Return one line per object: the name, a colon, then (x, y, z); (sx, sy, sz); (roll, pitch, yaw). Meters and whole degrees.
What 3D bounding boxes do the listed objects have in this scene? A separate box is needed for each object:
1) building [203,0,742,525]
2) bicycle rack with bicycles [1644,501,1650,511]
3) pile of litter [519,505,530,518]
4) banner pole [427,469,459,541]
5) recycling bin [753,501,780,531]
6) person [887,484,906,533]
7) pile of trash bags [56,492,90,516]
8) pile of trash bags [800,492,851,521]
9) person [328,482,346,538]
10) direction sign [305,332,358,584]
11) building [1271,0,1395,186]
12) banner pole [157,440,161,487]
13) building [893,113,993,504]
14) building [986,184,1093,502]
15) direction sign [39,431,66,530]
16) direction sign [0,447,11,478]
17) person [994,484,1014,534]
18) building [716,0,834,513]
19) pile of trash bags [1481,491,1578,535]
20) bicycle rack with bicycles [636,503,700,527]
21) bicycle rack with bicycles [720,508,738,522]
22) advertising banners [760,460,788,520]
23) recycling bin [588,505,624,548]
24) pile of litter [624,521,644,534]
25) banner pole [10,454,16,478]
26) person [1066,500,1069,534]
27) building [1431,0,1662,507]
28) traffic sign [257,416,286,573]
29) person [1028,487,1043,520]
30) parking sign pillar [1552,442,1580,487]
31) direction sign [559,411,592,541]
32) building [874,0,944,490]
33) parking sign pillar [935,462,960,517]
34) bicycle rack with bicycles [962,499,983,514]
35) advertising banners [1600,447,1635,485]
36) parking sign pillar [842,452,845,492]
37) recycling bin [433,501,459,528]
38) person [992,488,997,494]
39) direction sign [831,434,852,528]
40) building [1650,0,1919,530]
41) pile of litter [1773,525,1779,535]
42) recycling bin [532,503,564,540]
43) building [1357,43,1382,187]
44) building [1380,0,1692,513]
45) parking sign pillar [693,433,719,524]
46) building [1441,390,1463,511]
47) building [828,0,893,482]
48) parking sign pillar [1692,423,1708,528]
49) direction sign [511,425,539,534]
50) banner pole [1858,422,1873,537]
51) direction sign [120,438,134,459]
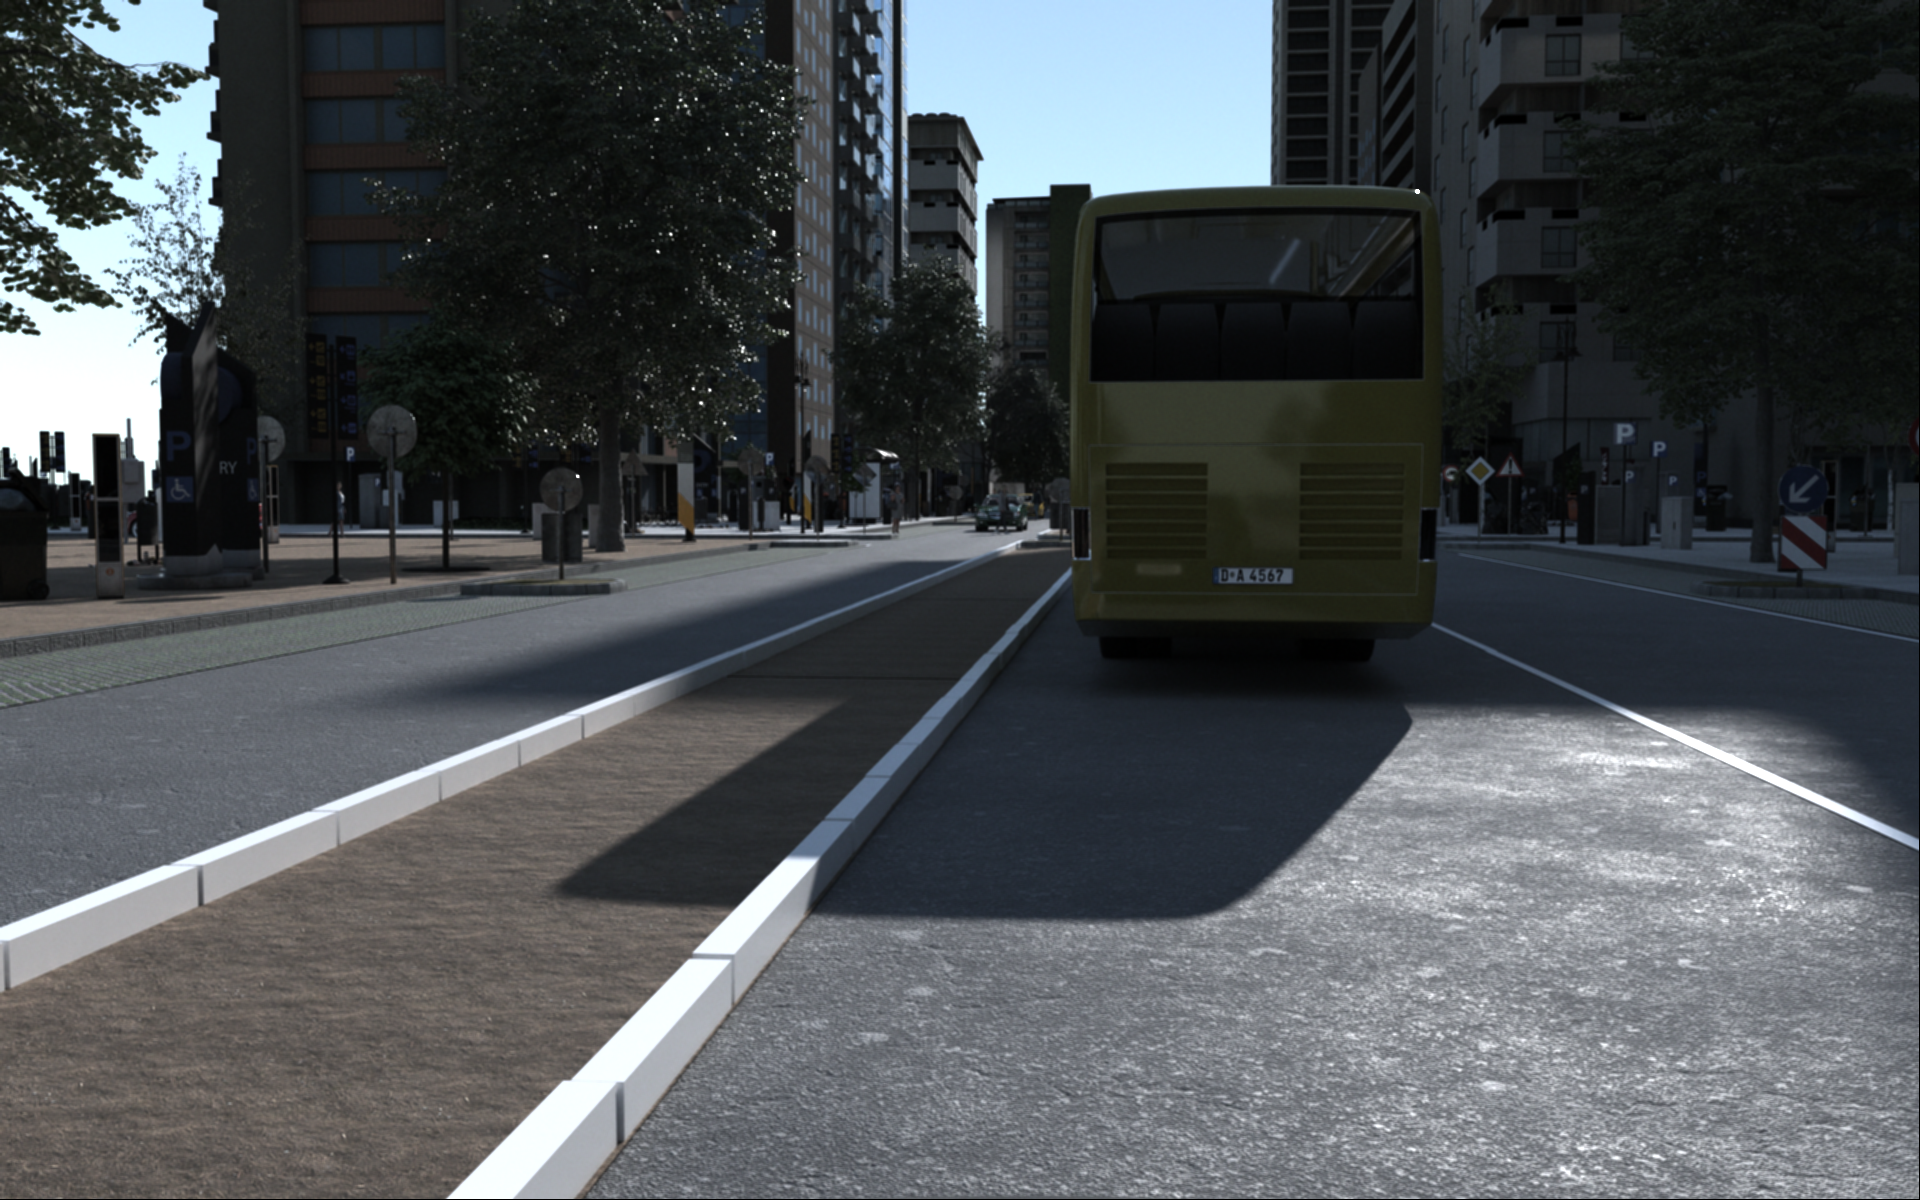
building: (-23.278, -26.281, 84.316); (22.147, 44.769, 28.867); (0, 4, 6)
bicycle rack with bicycles: (35.920, -4.613, 88.811); (2.852, 0.926, 2.925); (1, 4, 11)
pile of litter: (-17.172, -3.379, 69.208); (1.176, 0.858, 1.719); (-1, 4, -11)
banner pole: (-14.296, -3.533, 47.783); (0.863, 3.779, 0.401); (-1, 4, -11)
recycling bin: (-6.766, -2.937, 60.569); (0.722, 1.027, 0.722); (1, 4, 22)
person: (-2.329, -3.314, 63.045); (0.716, 1.782, 0.532); (-2, 4, -30)
pile of trash bags: (-49.850, -5.406, 98.137); (1.912, 1.369, 3.447); (3, 5, 44)
pile of trash bags: (-6.362, -4.595, 84.875); (1.912, 1.369, 3.447); (-2, 4, -34)
person: (-19.893, -2.864, 55.351); (0.654, 1.822, 0.581); (2, 4, 25)
direction sign: (-8.933, -2.001, 24.708); (0.379, 3.537, 0.876); (2, 4, 29)
building: (52.209, -48.425, 230.001); (20.611, 71.187, 20.563); (0, 4, 6)
banner pole: (-32.481, -4.944, 70.849); (0.863, 3.779, 0.401); (2, 4, 25)
building: (-9.503, -39.814, 240.202); (27.495, 52.752, 28.713); (0, 4, 6)
building: (10.662, -33.502, 231.344); (14.086, 41.232, 14.154); (0, 4, 6)
direction sign: (-32.714, -4.312, 62.499); (0.379, 3.537, 0.876); (2, 4, 35)
direction sign: (-46.132, -5.588, 83.356); (0.379, 3.537, 0.876); (2, 4, 34)
person: (1.565, -3.249, 61.804); (0.728, 1.800, 0.709); (2, 4, 28)
building: (-16.906, -28.761, 120.359); (14.600, 45.320, 14.200); (0, 4, 6)
pile of trash bags: (18.225, -2.760, 54.874); (1.912, 1.369, 3.447); (-3, 5, -42)
bicycle rack with bicycles: (-11.770, -3.381, 68.655); (2.925, 0.926, 2.852); (-1, 4, -19)
bicycle rack with bicycles: (-9.937, -4.147, 81.190); (2.925, 0.926, 2.852); (-1, 4, -16)
advertising banners: (-9.386, -5.520, 86.435); (0.090, 3.025, 2.074); (-3, 5, -43)
recycling bin: (-8.496, -1.776, 41.598); (0.722, 1.027, 0.722); (0, 4, 1)
pile of litter: (-10.935, -2.588, 56.281); (1.176, 0.858, 1.719); (-2, 4, -30)
banner pole: (-58.646, -7.166, 107.174); (0.863, 3.779, 0.401); (1, 4, 13)
person: (3.942, -3.182, 60.436); (0.656, 1.842, 0.836); (-2, 4, -27)
building: (45.264, -31.727, 107.974); (28.713, 52.752, 27.495); (0, 4, 6)
traffic sign: (-11.296, -1.713, 28.117); (0.768, 2.556, 0.104); (1, 4, 12)
person: (4.115, -5.250, 94.324); (0.794, 1.824, 0.713); (-2, 4, -24)
parking sign pillar: (31.241, -6.169, 89.334); (1.447, 3.967, 1.447); (1, 4, 11)
direction sign: (-10.470, -3.378, 47.235); (0.876, 3.537, 0.379); (0, 4, -1)
building: (-17.960, -53.374, 185.338); (31.000, 86.520, 22.319); (0, 4, 6)
parking sign pillar: (-0.718, -6.751, 98.850); (1.447, 3.967, 1.447); (0, 4, 5)
bicycle rack with bicycles: (0.392, -6.400, 118.018); (2.852, 0.926, 2.925); (-2, 4, -35)
advertising banners: (24.702, -4.219, 65.164); (2.074, 3.025, 0.090); (-2, 4, -33)
parking sign pillar: (-6.891, -7.456, 110.385); (1.447, 3.967, 1.447); (-3, 4, -38)
recycling bin: (-19.656, -3.283, 66.231); (0.722, 1.027, 0.722); (1, 4, 9)
person: (1.904, -5.246, 94.945); (0.731, 1.740, 0.598); (3, 4, 37)
direction sign: (-4.455, -4.470, 65.088); (0.876, 3.537, 0.379); (-2, 4, -32)
building: (40.533, -27.289, 69.871); (21.600, 48.544, 21.300); (0, 4, 6)
pile of litter: (26.305, -2.527, 55.276); (1.719, 0.858, 1.176); (-3, 5, -40)
recycling bin: (-11.562, -2.210, 48.685); (0.722, 1.027, 0.722); (0, 4, 4)
building: (46.612, -31.759, 169.366); (14.600, 45.320, 14.200); (0, 4, 6)
building: (48.860, -32.255, 151.067); (21.300, 48.544, 21.600); (0, 4, 6)
parking sign pillar: (-11.255, -5.332, 75.652); (1.447, 3.967, 1.447); (2, 4, 31)
building: (43.517, -22.143, 133.743); (14.160, 30.474, 14.107); (0, 4, 6)
building: (-18.677, -32.271, 147.237); (23.786, 49.044, 30.456); (0, 4, 6)
parking sign pillar: (27.951, -4.701, 65.330); (1.447, 3.967, 1.447); (1, 4, 21)
direction sign: (-14.146, -3.935, 56.338); (0.876, 3.537, 0.379); (0, 4, -2)
banner pole: (27.092, -3.773, 51.699); (0.401, 3.779, 0.863); (2, 4, 26)
direction sign: (-33.619, -4.749, 69.646); (0.876, 3.537, 0.379); (0, 4, 7)
